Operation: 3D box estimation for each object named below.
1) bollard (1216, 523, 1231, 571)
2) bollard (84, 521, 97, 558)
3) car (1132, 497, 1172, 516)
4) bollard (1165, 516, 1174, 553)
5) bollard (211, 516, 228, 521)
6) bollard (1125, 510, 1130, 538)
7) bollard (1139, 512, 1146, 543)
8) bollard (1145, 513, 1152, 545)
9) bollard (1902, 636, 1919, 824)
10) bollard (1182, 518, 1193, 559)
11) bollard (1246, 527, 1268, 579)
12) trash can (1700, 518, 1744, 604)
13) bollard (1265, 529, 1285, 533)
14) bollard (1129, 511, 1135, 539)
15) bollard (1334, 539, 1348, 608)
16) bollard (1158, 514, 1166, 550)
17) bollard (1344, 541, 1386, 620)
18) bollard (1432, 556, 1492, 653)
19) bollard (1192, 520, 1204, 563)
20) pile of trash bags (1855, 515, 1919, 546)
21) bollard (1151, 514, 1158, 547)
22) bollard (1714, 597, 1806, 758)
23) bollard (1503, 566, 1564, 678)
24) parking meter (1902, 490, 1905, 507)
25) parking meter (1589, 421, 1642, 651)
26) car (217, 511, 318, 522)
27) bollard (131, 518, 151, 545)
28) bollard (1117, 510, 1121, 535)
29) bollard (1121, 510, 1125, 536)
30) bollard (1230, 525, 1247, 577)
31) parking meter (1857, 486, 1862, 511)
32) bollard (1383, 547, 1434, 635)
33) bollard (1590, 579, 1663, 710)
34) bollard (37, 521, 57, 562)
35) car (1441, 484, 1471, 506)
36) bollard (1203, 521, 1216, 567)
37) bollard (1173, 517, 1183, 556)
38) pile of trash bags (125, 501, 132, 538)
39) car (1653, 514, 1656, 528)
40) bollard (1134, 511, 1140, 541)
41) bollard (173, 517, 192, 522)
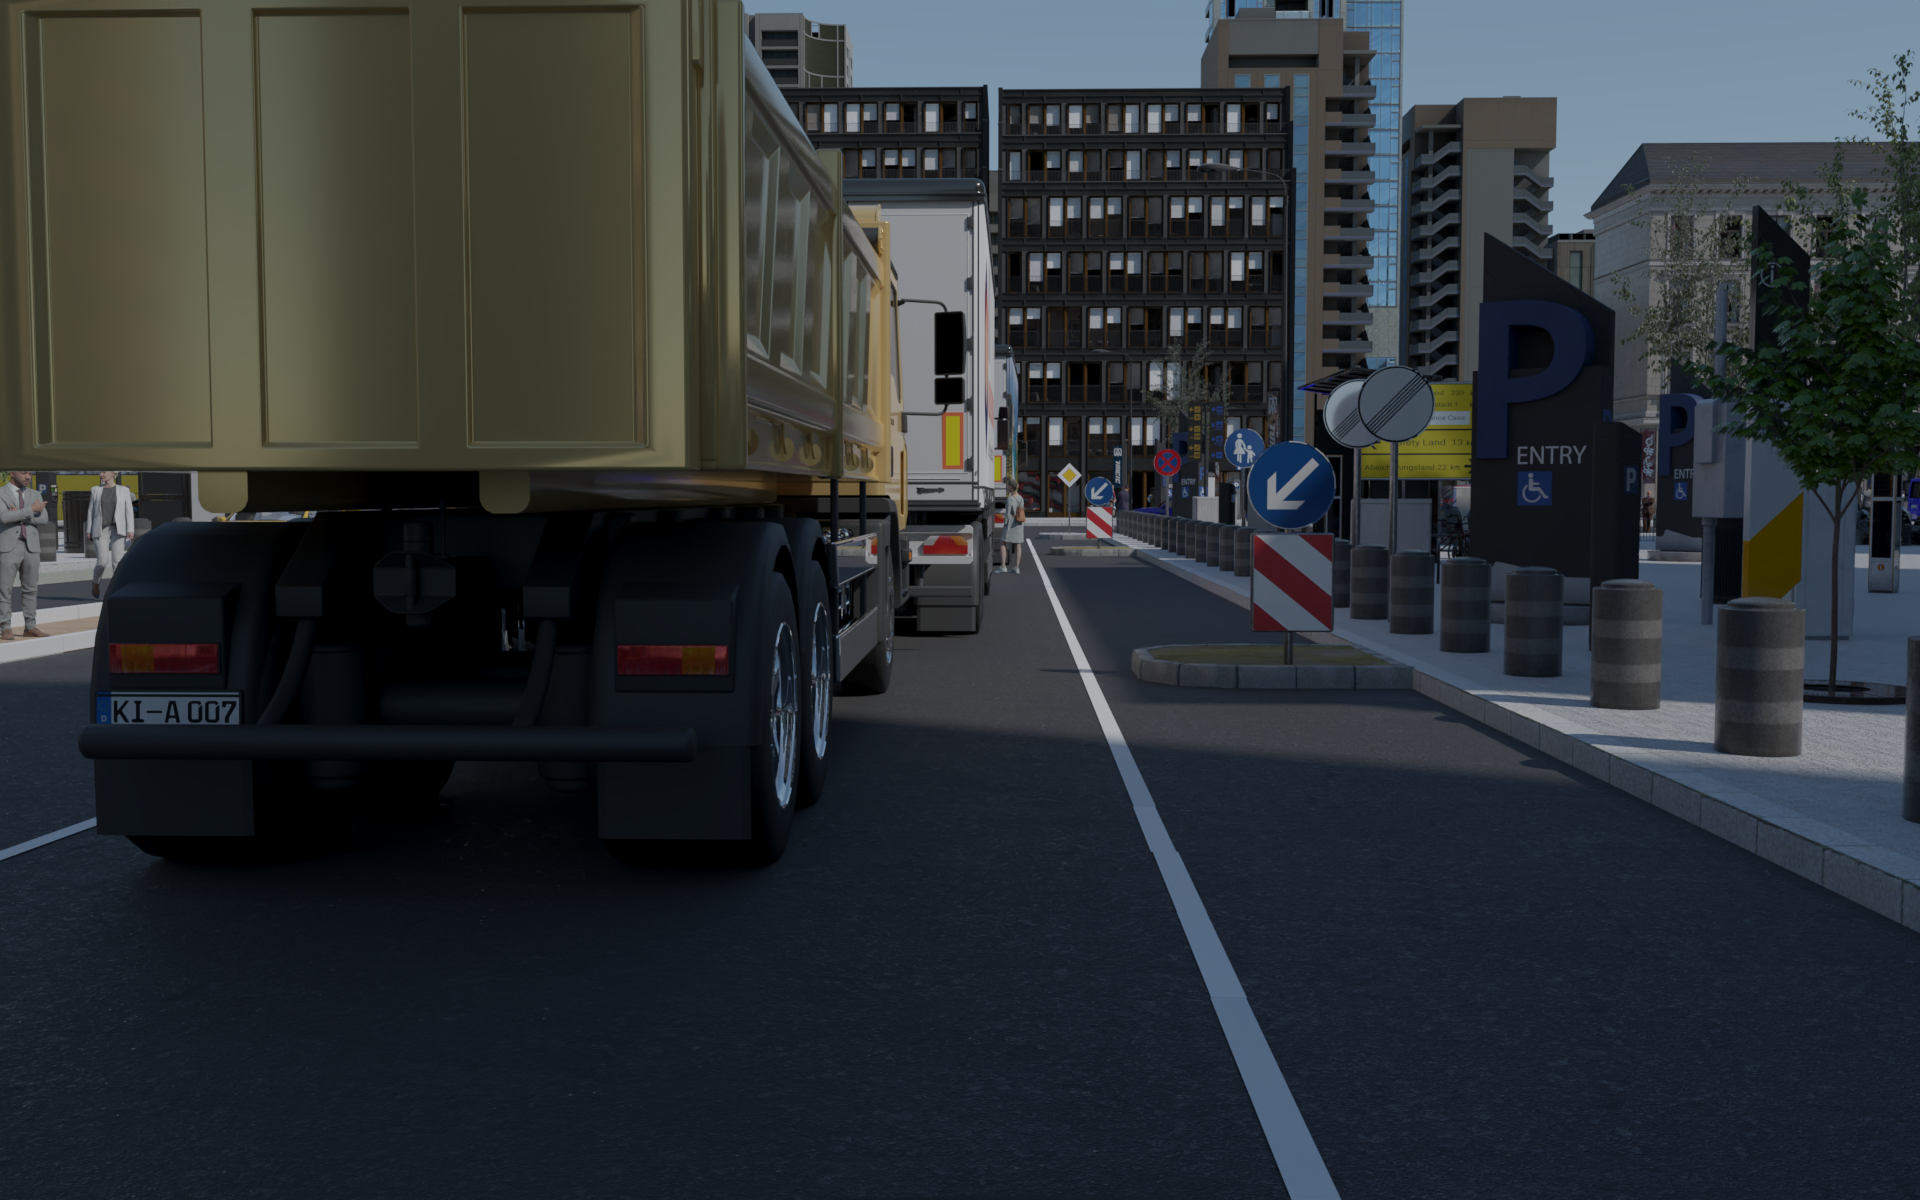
[{"bbox_3d":[4.532,-0.867,28.889,0.404,0.777,0.398,0,3,0],"label":"bollard"},{"bbox_3d":[-17.317,-1.221,34.681,0.404,0.777,0.398,0,3,0],"label":"bollard"},{"bbox_3d":[9.056,-3.684,72.812,3.894,1.354,1.945,0,4,0],"label":"car"},{"bbox_3d":[4.787,-1.430,38.100,0.404,0.777,0.398,0,3,0],"label":"bollard"},{"bbox_3d":[-17.165,-1.561,40.237,0.404,0.777,0.398,0,3,0],"label":"bollard"},{"bbox_3d":[5.147,-2.222,51.039,0.404,0.777,0.398,0,3,0],"label":"bollard"},{"bbox_3d":[4.992,-1.881,45.479,0.404,0.777,0.398,0,3,0],"label":"bollard"},{"bbox_3d":[4.939,-1.768,43.631,0.404,0.777,0.398,0,3,0],"label":"bollard"},{"bbox_3d":[3.919,0.486,6.766,0.404,0.777,0.398,0,3,0],"label":"bollard"},{"bbox_3d":[4.682,-1.205,34.421,0.404,0.777,0.398,0,3,0],"label":"bollard"},{"bbox_3d":[4.430,-0.642,25.211,0.404,0.777,0.398,0,3,0],"label":"bollard"},{"bbox_3d":[9.013,-0.528,20.291,0.748,1.137,0.748,0,3,0],"label":"trash can"},{"bbox_3d":[4.379,-0.529,23.372,0.404,0.777,0.398,0,3,0],"label":"bollard"},{"bbox_3d":[5.091,-2.108,49.178,0.404,0.777,0.398,0,3,0],"label":"bollard"},{"bbox_3d":[4.277,-0.304,19.681,0.404,0.777,0.398,0,3,0],"label":"bollard"},{"bbox_3d":[4.837,-1.543,39.939,0.404,0.777,0.398,0,3,0],"label":"bollard"},{"bbox_3d":[4.225,-0.191,17.834,0.404,0.777,0.398,0,3,0],"label":"bollard"},{"bbox_3d":[4.124,0.036,14.124,0.404,0.777,0.398,0,3,0],"label":"bollard"},{"bbox_3d":[4.632,-1.092,32.575,0.404,0.777,0.398,0,3,0],"label":"bollard"},{"bbox_3d":[24.191,-2.078,43.725,3.447,1.369,1.912,-1,4,-12],"label":"pile of trash bags"},{"bbox_3d":[4.890,-1.655,41.781,0.404,0.777,0.398,0,3,0],"label":"bollard"},{"bbox_3d":[3.971,0.374,8.605,0.404,0.777,0.398,0,3,0],"label":"bollard"},{"bbox_3d":[4.069,0.149,12.283,0.404,0.777,0.398,0,3,0],"label":"bollard"},{"bbox_3d":[68.177,-7.136,125.081,0.372,1.533,0.369,0,3,0],"label":"parking meter"},{"bbox_3d":[5.359,-0.516,14.154,0.399,1.863,0.255,-3,5,-42],"label":"parking meter"},{"bbox_3d":[-12.890,-1.393,32.998,2.015,1.641,3.980,0,4,1],"label":"car"},{"bbox_3d":[-17.265,-1.334,36.520,0.404,0.777,0.398,0,3,0],"label":"bollard"},{"bbox_3d":[5.249,-2.448,54.740,0.404,0.777,0.398,0,3,0],"label":"bollard"},{"bbox_3d":[5.197,-2.335,52.894,0.404,0.777,0.398,0,3,0],"label":"bollard"},{"bbox_3d":[4.484,-0.754,27.050,0.404,0.777,0.398,0,3,0],"label":"bollard"},{"bbox_3d":[27.253,-2.712,52.749,0.372,1.533,0.369,0,3,0],"label":"parking meter"},{"bbox_3d":[4.172,-0.077,15.980,0.404,0.777,0.398,0,3,0],"label":"bollard"},{"bbox_3d":[4.019,0.261,10.444,0.404,0.777,0.398,0,3,0],"label":"bollard"},{"bbox_3d":[-17.366,-1.109,32.842,0.404,0.777,0.398,0,3,0],"label":"bollard"},{"bbox_3d":[18.842,-3.051,58.553,5.304,1.827,2.281,0,4,3],"label":"car"},{"bbox_3d":[4.580,-0.979,30.732,0.404,0.777,0.398,0,3,0],"label":"bollard"},{"bbox_3d":[4.736,-1.318,36.260,0.404,0.777,0.398,0,3,0],"label":"bollard"},{"bbox_3d":[-25.077,-2.506,50.723,1.912,1.369,3.447,0,4,0],"label":"pile of trash bags"},{"bbox_3d":[26.273,-2.893,59.098,4.920,1.459,2.131,0,4,2],"label":"car"},{"bbox_3d":[5.038,-1.994,47.318,0.404,0.777,0.398,0,3,0],"label":"bollard"},{"bbox_3d":[-17.219,-1.447,38.370,0.404,0.777,0.398,0,3,0],"label":"bollard"}]
